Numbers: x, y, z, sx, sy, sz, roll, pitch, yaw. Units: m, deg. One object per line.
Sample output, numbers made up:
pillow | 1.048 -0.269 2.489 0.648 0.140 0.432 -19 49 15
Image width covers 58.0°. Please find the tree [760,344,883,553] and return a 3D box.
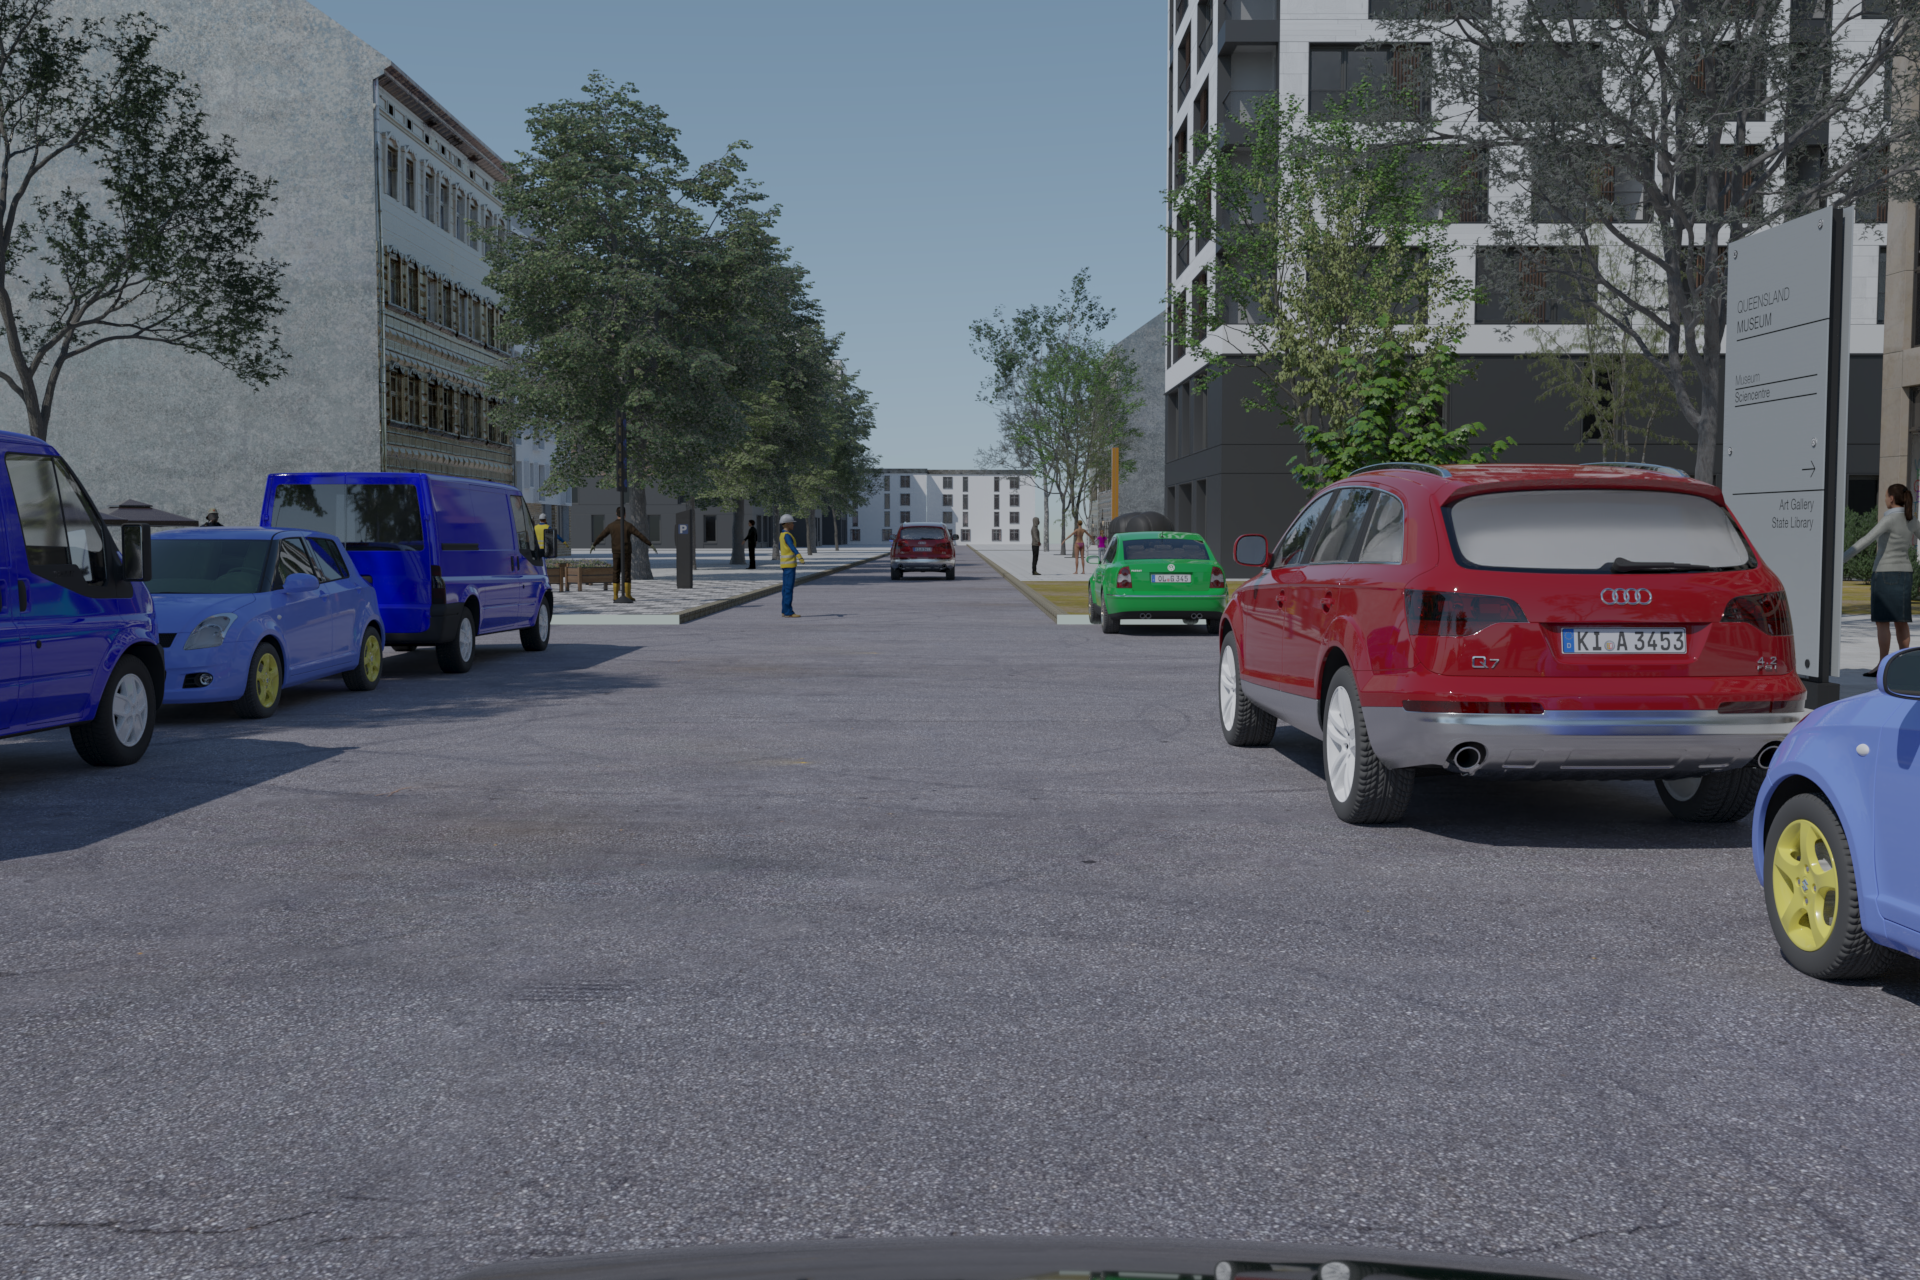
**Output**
tree | -9.970 -12.747 115.076 9.857 13.997 8.962 0 3 0

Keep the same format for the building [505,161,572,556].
building | -27.895 -14.241 89.262 16.016 20.090 11.380 0 3 0

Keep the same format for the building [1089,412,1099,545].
building | 24.518 -22.248 194.686 19.493 23.208 18.063 0 3 0

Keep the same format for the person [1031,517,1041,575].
person | 2.389 -2.930 54.026 0.705 1.813 1.348 0 4 0

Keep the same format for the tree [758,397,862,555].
tree | -9.307 -10.362 103.839 7.601 10.594 8.767 2 4 25

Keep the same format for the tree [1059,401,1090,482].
tree | 18.768 -22.442 222.821 12.611 20.169 13.585 0 3 0

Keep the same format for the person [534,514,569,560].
person | -11.237 -2.496 46.778 1.349 1.833 0.705 1 4 10

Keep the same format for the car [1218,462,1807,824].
car | 2.852 -0.089 10.126 2.281 1.827 5.304 0 4 -1

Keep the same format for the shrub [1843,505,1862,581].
shrub | 24.196 -2.656 47.463 1.661 2.075 1.752 0 3 0

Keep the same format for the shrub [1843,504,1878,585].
shrub | 23.057 -2.389 43.476 1.690 2.028 1.600 0 3 0

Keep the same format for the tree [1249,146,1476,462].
tree | 7.323 -5.061 33.104 4.737 8.622 4.395 0 3 0

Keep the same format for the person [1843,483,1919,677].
person | 8.319 -0.534 15.559 1.217 1.735 0.721 -1 4 -19

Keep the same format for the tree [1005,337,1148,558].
tree | 6.200 -10.195 92.441 9.928 11.665 9.643 0 3 0

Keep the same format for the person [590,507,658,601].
person | -6.451 -1.648 33.084 1.346 1.812 0.704 1 4 8

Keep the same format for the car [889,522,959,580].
car | -1.162 -2.870 55.591 2.281 1.827 5.304 0 4 0

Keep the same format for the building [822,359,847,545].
building | -27.790 -21.768 199.888 27.936 21.610 32.646 0 4 -1

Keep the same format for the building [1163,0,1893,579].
building | 21.406 -13.527 65.144 27.936 21.610 32.646 0 4 0

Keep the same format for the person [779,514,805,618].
person | -2.879 -1.279 29.833 0.721 1.772 1.216 -1 4 -19

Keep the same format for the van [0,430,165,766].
van | -6.050 -0.280 8.960 2.240 2.365 5.245 0 4 0

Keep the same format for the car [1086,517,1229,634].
car | 2.936 -1.068 26.257 1.959 1.807 4.718 0 3 0

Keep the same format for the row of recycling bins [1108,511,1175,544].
row of recycling bins | 3.367 -1.574 32.845 1.069 1.692 3.534 0 4 -2

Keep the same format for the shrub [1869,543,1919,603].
shrub | 17.299 -1.273 31.937 1.383 1.207 1.383 0 3 0

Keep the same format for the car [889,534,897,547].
car | -3.399 -5.990 107.520 1.945 1.707 3.694 0 3 0

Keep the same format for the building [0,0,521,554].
building | -28.085 -14.279 64.392 19.493 23.208 18.063 0 4 -1

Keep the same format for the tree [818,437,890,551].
tree | -9.436 -12.048 131.398 8.767 10.594 7.601 -2 4 -24

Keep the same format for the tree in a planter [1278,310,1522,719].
tree in a planter | 3.432 -1.016 13.838 1.991 3.239 1.994 0 4 0

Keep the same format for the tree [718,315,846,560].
tree | -9.390 -10.239 85.540 7.486 12.596 7.792 0 3 0

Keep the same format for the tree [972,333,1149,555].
tree | 6.338 -11.889 104.747 12.009 13.543 11.850 0 3 0

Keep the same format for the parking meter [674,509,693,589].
parking meter | -6.497 -2.141 40.714 0.399 1.863 0.255 0 4 0

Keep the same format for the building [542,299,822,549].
building | -28.598 -19.760 167.058 27.936 21.610 32.646 0 4 0

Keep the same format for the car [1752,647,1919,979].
car | 3.568 0.311 4.505 1.945 1.707 3.694 0 4 -1

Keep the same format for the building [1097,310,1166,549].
building | 21.981 -19.500 149.756 19.493 23.208 18.063 0 4 0

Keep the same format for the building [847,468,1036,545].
building | -4.296 -16.960 221.896 28.070 9.664 9.099 0 4 -2

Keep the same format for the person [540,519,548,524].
person | -13.344 -3.017 55.455 1.347 1.817 0.704 3 4 36

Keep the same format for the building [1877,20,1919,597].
building | 27.761 -13.042 16.444 19.351 26.588 34.151 0 4 0

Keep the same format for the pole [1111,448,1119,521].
pole | 3.667 -2.885 41.014 0.158 3.312 0.155 0 3 0

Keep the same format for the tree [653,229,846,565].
tree | -9.369 -10.162 72.810 9.857 13.997 8.962 0 3 0

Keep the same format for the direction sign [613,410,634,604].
direction sign | -6.253 -2.450 32.055 0.379 3.537 0.876 0 4 0

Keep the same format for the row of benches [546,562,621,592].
row of benches | -9.400 -1.378 37.992 4.104 0.672 1.422 -3 5 -42

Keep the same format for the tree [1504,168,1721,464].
tree | 12.954 -5.114 33.979 4.360 8.622 3.978 0 3 0

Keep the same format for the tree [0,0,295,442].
tree | -12.704 -5.463 23.739 7.601 10.594 8.767 1 4 21

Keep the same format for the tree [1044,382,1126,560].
tree | 6.174 -8.160 83.782 4.360 8.622 3.978 0 3 0

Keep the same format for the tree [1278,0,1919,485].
tree | 9.244 -6.793 21.434 12.009 13.543 11.850 0 3 0

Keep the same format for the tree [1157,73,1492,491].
tree | 8.394 -7.019 40.523 9.928 11.665 9.643 0 3 0

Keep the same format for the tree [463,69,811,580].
tree | -8.983 -8.656 48.181 9.857 13.997 8.962 0 3 0

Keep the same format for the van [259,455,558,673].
van | -6.012 -0.923 19.471 2.240 2.365 5.245 0 4 0

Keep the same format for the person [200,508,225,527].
person | -16.475 -1.986 38.247 1.354 1.856 0.705 -3 4 -37

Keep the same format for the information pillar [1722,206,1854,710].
information pillar | 6.297 -1.344 13.288 0.184 3.620 1.656 0 4 0

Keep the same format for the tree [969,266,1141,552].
tree | 6.634 -16.405 124.111 12.611 20.169 13.585 0 3 0

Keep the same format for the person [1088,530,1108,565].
person | 5.241 -3.353 64.089 0.991 1.433 0.599 0 4 -3

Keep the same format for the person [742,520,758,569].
person | -7.599 -3.475 63.008 0.705 1.806 1.347 1 4 13

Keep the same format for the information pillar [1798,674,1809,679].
information pillar | 6.945 -0.615 14.545 0.304 2.012 0.304 0 3 0

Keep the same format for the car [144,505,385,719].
car | -6.208 -0.304 14.567 1.945 1.707 3.694 0 4 0

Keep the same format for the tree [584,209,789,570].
tree | -9.899 -8.768 61.490 7.486 12.596 7.792 0 3 0

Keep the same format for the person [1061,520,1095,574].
person | 3.810 -2.985 55.611 1.217 1.733 0.721 -1 4 -23

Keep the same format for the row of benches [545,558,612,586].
row of benches | -10.299 -1.775 44.480 4.104 0.672 1.422 3 5 44
